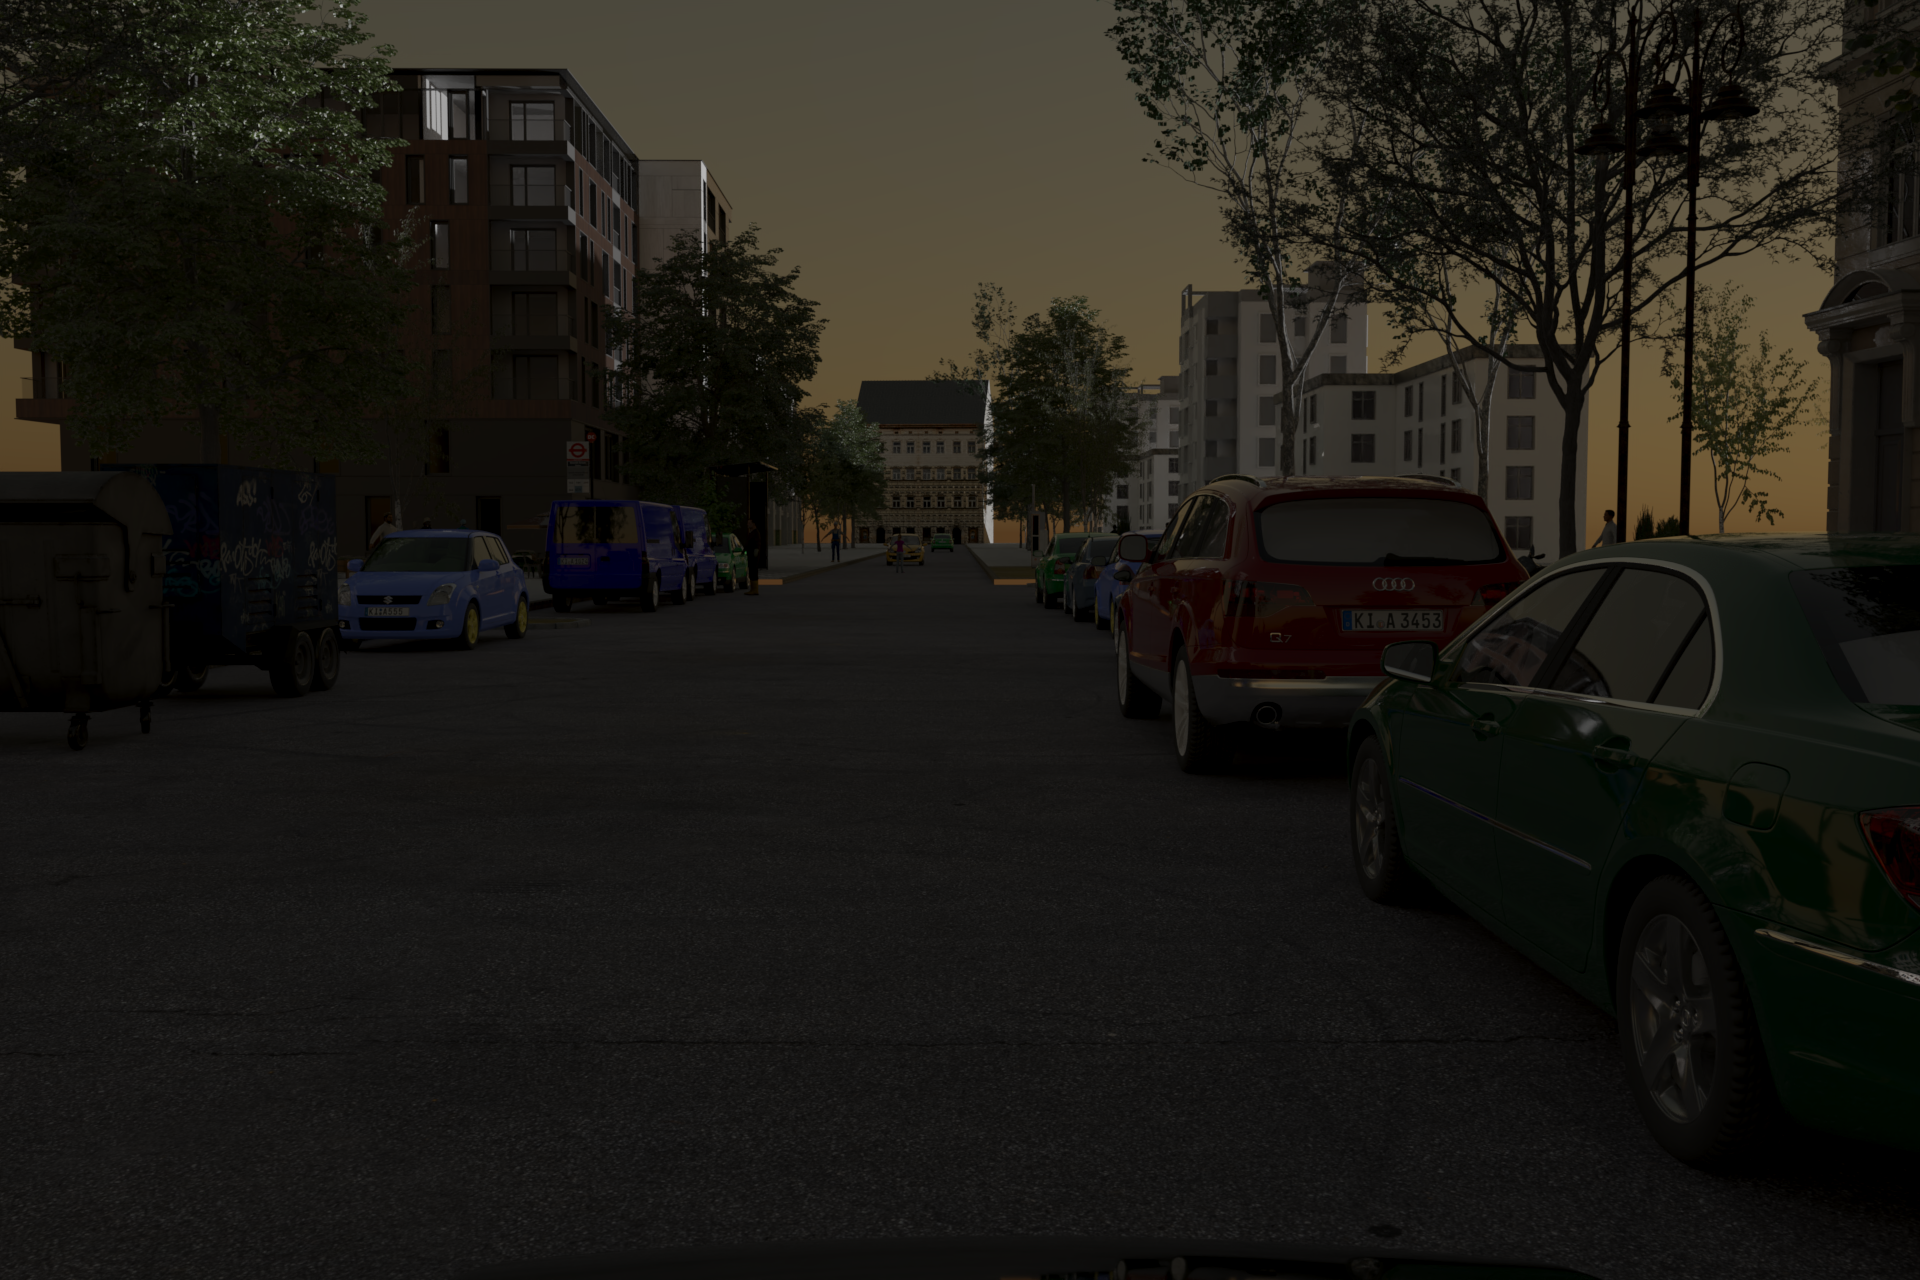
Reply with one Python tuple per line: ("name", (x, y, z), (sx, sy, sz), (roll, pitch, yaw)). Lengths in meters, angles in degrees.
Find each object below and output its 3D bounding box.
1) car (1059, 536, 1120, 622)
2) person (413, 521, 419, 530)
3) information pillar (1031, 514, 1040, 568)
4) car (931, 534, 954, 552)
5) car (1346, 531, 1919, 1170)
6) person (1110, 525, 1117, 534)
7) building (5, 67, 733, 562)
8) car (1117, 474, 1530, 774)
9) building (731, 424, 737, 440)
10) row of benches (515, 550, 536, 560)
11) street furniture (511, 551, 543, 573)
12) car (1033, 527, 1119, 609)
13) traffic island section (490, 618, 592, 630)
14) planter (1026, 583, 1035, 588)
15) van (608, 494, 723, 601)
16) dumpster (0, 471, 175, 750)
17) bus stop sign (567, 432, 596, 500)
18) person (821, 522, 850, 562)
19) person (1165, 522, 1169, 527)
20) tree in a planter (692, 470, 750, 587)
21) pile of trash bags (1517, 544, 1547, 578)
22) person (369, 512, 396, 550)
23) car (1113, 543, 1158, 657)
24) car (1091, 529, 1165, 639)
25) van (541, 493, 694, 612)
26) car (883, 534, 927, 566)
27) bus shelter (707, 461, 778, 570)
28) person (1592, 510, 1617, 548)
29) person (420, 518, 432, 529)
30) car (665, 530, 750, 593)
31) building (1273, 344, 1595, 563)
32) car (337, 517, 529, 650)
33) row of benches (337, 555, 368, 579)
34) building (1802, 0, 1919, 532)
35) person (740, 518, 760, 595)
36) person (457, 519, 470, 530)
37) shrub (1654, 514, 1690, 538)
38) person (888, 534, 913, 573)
("car", (2.724, -1.074, 29.558), (2.014, 1.417, 4.499), (0, 4, 0))
("person", (-22.398, -3.981, 71.218), (0.705, 1.813, 1.348), (0, 4, 7))
("information pillar", (2.813, -3.680, 64.652), (0.304, 2.012, 0.304), (0, 4, -1))
("car", (-1.420, -7.900, 137.962), (1.959, 1.807, 4.718), (0, 4, -1))
("car", (2.513, 0.395, 5.343), (2.131, 1.459, 4.920), (0, 4, -1))
("person", (7.326, -4.649, 82.736), (1.216, 1.740, 0.721), (-2, 4, -27))
("building", (-27.966, -15.205, 92.571), (27.936, 21.610, 32.646), (0, 4, -1))
("car", (2.297, -0.198, 11.918), (2.281, 1.827, 5.304), (0, 4, -1))
("building", (-26.943, -15.991, 127.903), (16.747, 18.905, 31.486), (0, 4, 0))
("row of benches", (-16.878, -3.166, 67.219), (1.422, 0.672, 4.104), (-1, 4, -18))
("street furniture", (-13.561, -2.703, 59.827), (5.734, 0.657, 10.072), (0, 4, -6))
("car", (2.469, -1.573, 34.523), (1.959, 1.807, 4.718), (0, 4, -1))
("traffic island section", (-6.827, -0.248, 26.920), (1.991, 0.108, 1.994), (0, 4, 1))
("planter", (2.811, -1.588, 47.104), (1.991, 0.319, 1.994), (0, 3, 0))
("van", (-6.644, -2.102, 38.757), (2.240, 2.365, 5.245), (0, 4, 0))
("dumpster", (-6.556, -0.226, 11.905), (1.865, 1.857, 1.264), (0, 3, 0))
("bus stop sign", (-9.886, -3.476, 45.536), (0.855, 3.939, 0.416), (0, 4, 1))
("person", (-5.680, -4.479, 79.095), (1.347, 1.847, 0.705), (0, 4, 3))
("person", (9.567, -4.509, 79.872), (0.704, 1.843, 1.345), (1, 4, 20))
("tree in a planter", (-6.916, -3.118, 48.200), (1.991, 3.239, 1.994), (0, 4, 0))
("pile of trash bags", (6.296, -0.740, 21.848), (1.912, 1.369, 3.447), (0, 3, 0))
("person", (-14.030, -2.233, 42.593), (0.704, 1.819, 1.344), (2, 4, 30))
("car", (2.670, -0.381, 18.240), (2.014, 1.417, 4.499), (0, 4, -1))
("car", (2.881, -0.935, 24.875), (1.945, 1.707, 3.694), (0, 4, -1))
("van", (-6.501, -1.774, 33.391), (2.240, 2.365, 5.245), (0, 4, 0))
("car", (-2.502, -4.247, 79.659), (2.015, 1.641, 3.980), (0, 4, 0))
("bus shelter", (-7.349, -4.143, 59.023), (1.731, 3.624, 6.357), (0, 4, -1))
("person", (14.041, -1.922, 37.573), (0.704, 1.810, 1.344), (0, 4, -1))
("person", (-18.602, -3.350, 60.553), (0.705, 1.856, 1.354), (2, 4, 34))
("car", (-6.393, -2.139, 43.770), (1.959, 1.807, 4.718), (0, 3, 0))
("building", (23.437, -9.082, 90.637), (9.099, 9.664, 28.070), (0, 3, 0))
("car", (-6.834, -0.789, 22.483), (1.945, 1.707, 3.694), (0, 4, 0))
("row of benches", (-17.619, -2.144, 50.514), (1.422, 0.672, 4.104), (2, 4, 29))
("building", (24.313, -14.675, 25.836), (13.634, 28.700, 20.117), (0, 4, 0))
("person", (-4.881, -1.957, 40.593), (0.704, 1.812, 1.346), (-1, 4, -21))
("person", (-18.130, -3.496, 63.293), (1.347, 1.817, 0.704), (0, 4, 5))
("shrub", (28.054, -3.934, 68.368), (1.661, 2.075, 1.752), (0, 3, 0))
("person", (-2.190, -3.182, 63.752), (0.991, 1.433, 0.599), (1, 4, 18))
